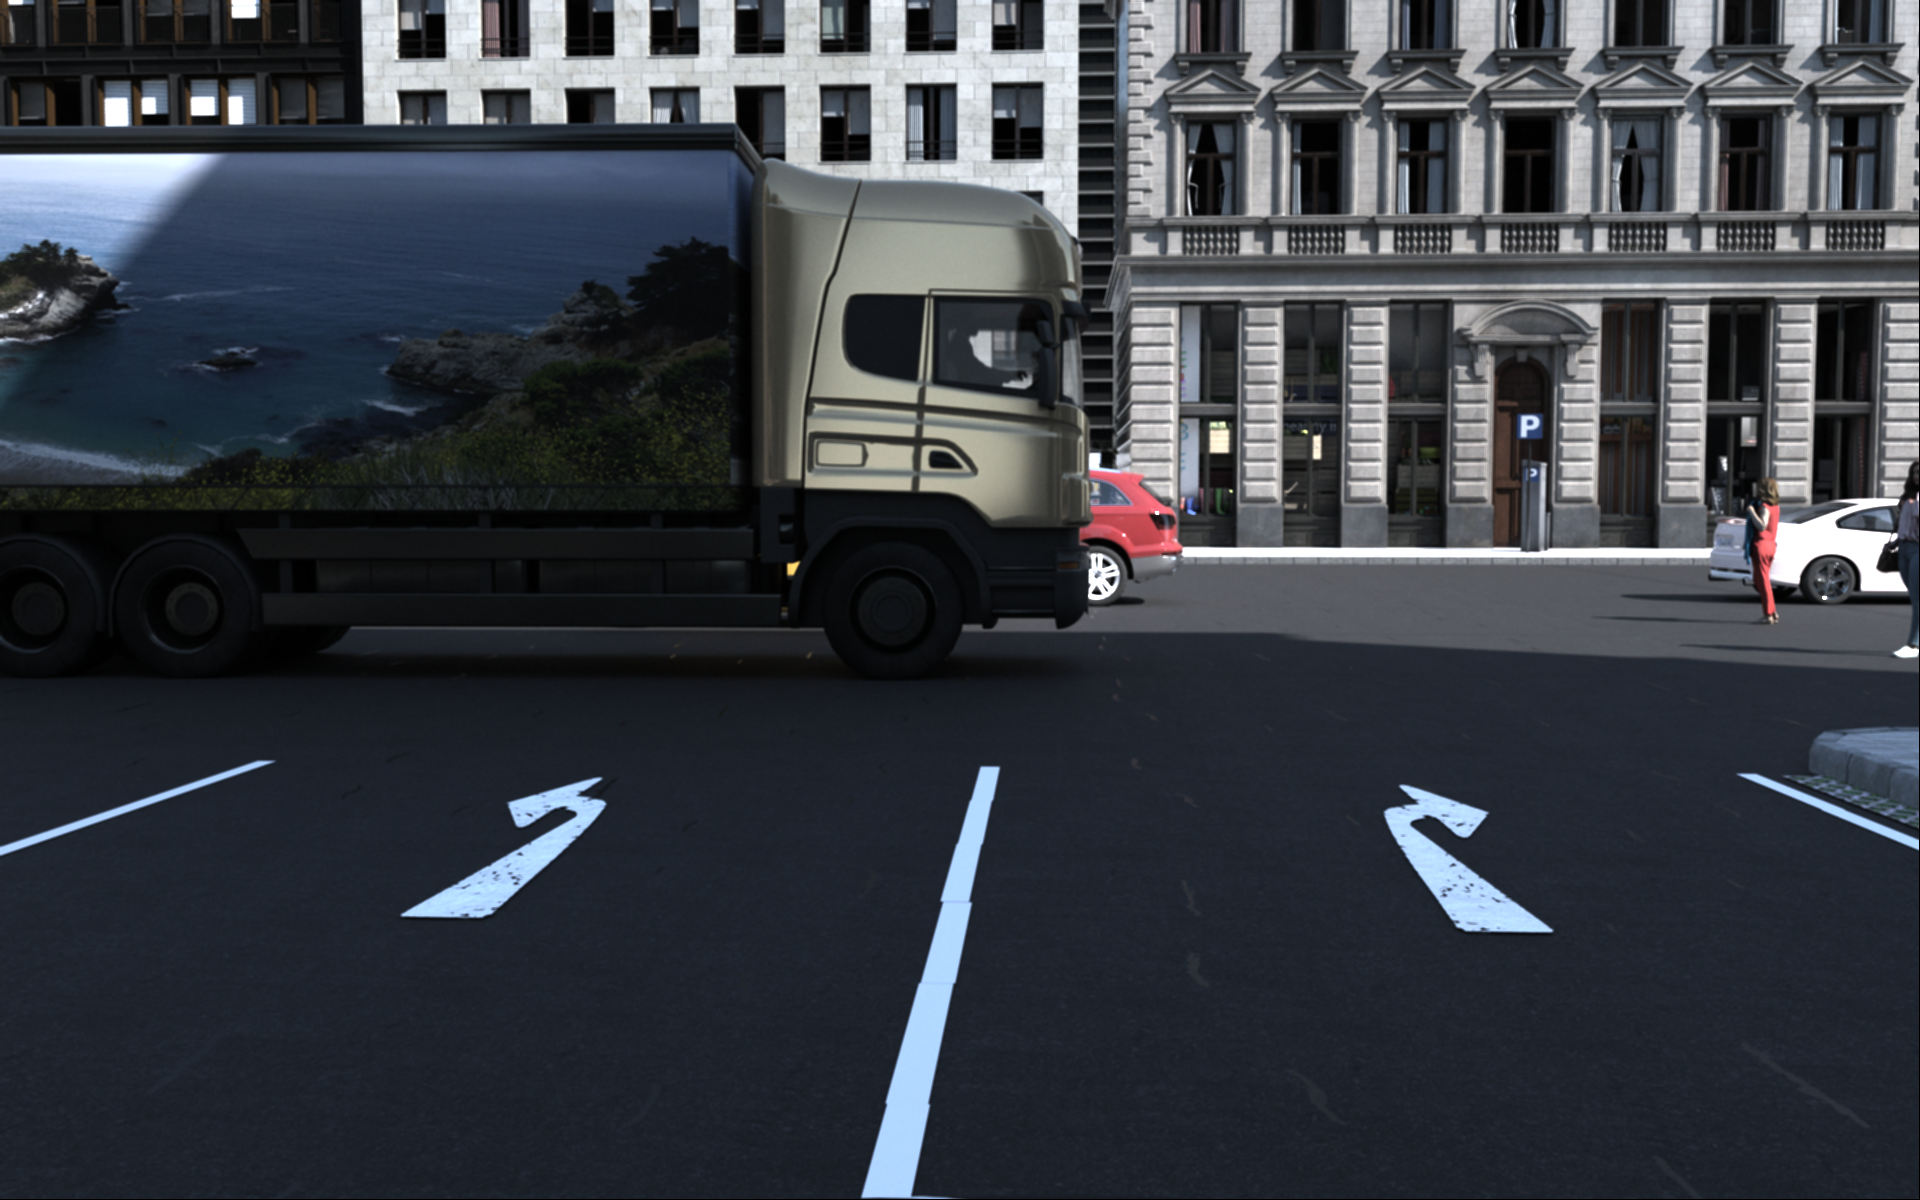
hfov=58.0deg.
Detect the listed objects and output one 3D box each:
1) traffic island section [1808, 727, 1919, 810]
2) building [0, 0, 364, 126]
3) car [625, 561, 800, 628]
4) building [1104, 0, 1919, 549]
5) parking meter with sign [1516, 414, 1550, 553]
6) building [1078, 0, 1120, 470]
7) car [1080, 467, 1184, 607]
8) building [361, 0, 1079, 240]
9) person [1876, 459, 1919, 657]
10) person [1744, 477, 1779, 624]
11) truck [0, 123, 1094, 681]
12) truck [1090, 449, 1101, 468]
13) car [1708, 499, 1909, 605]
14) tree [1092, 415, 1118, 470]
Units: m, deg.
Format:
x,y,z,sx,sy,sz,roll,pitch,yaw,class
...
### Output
x,y,z,sx,sy,sz,roll,pitch,yaw,class
5.337,0.871,8.037,2.009,0.180,2.903,0,4,3,traffic island section
-21.658,-13.329,47.610,15.834,23.373,12.332,0,4,3,building
-2.259,-0.549,19.207,3.980,1.641,2.015,0,4,5,car
13.482,-13.203,44.749,19.941,23.489,11.050,0,4,3,building
12.760,-2.578,38.419,0.543,3.016,1.738,2,4,27,parking meter with sign
14.375,-47.124,208.723,20.611,71.187,20.563,0,4,3,building
0.306,-0.881,23.082,5.304,1.827,2.281,0,4,4,car
-5.366,-11.667,45.515,16.860,20.320,10.420,0,4,3,building
8.497,-0.380,15.303,0.643,1.750,0.593,0,4,-8,person
8.857,-0.547,19.142,0.593,1.614,0.444,-2,4,-25,person
-3.902,-1.558,14.381,11.283,4.237,2.839,0,4,1,truck
7.955,-7.653,114.047,2.839,4.237,11.283,0,4,4,truck
12.622,-0.662,23.182,4.827,1.381,2.083,0,4,3,car
16.425,-14.238,167.197,8.767,10.594,7.601,1,4,15,tree
